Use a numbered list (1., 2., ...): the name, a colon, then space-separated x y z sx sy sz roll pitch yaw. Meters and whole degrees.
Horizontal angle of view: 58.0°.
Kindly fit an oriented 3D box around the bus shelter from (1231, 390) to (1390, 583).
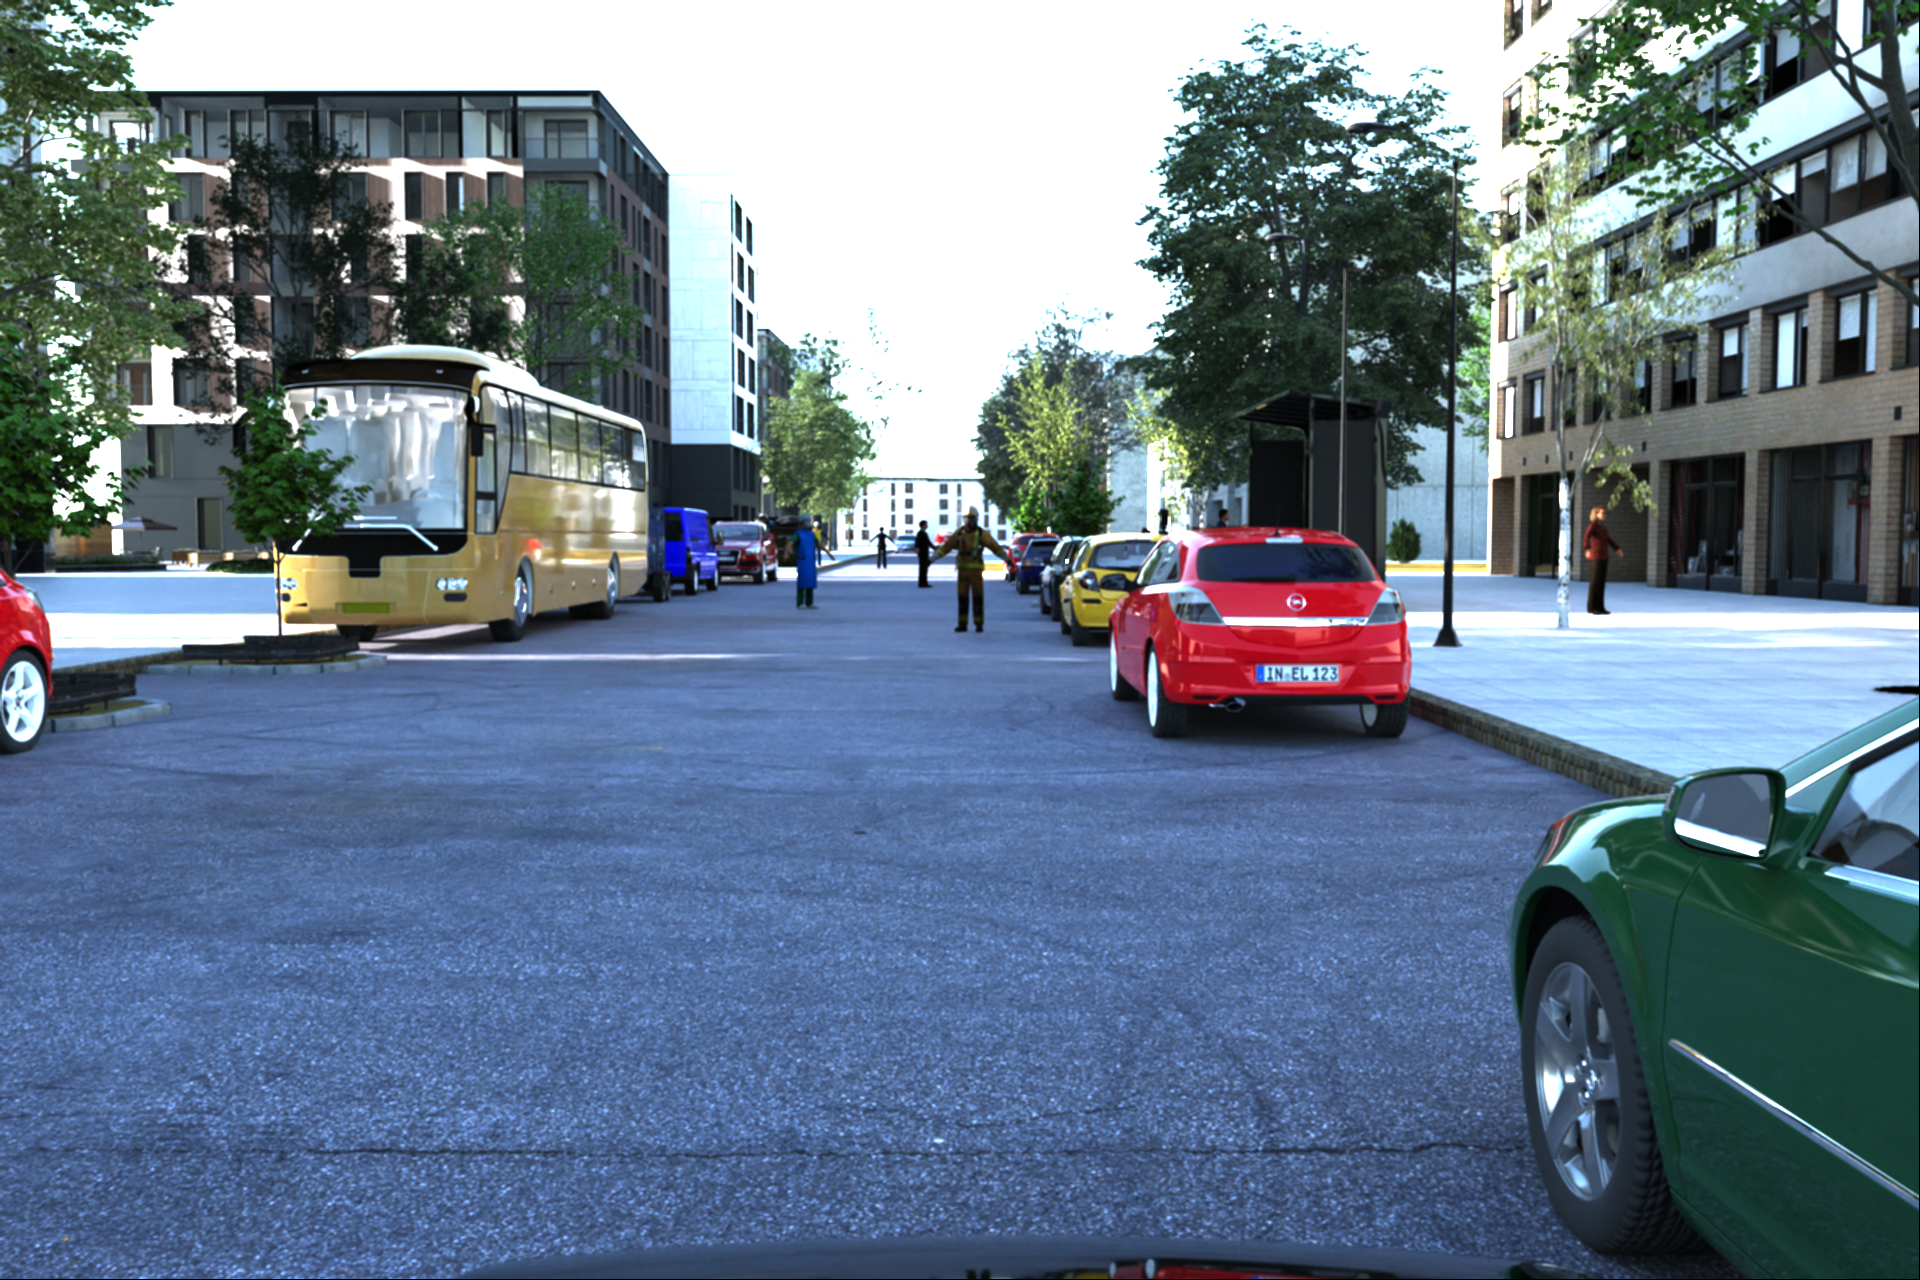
1. bus shelter: 6.238 -2.456 31.440 1.731 3.624 6.357 0 3 0

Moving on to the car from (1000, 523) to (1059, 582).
1. car: 2.294 -2.675 52.774 2.155 1.783 4.494 0 4 -1

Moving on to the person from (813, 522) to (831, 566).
1. person: -5.813 -3.890 70.072 1.216 1.772 0.721 -1 4 -18

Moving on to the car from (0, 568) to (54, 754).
1. car: -7.005 -0.051 9.876 2.155 1.783 4.494 0 4 0

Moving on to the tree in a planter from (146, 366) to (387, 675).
1. tree in a planter: -7.318 -1.304 18.546 1.991 3.239 1.994 0 4 0

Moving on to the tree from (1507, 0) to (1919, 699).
1. tree: 7.898 -5.370 13.556 9.928 11.665 9.643 0 3 0

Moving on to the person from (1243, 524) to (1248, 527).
1. person: 13.382 -4.536 80.881 1.216 1.740 0.721 -1 4 -19

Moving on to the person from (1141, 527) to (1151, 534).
1. person: 4.035 -1.868 39.770 0.799 1.438 0.628 -3 5 -43

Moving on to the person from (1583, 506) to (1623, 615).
1. person: 10.205 -1.266 27.499 1.215 1.729 0.721 -3 5 -45

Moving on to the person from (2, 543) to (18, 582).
1. person: -20.453 -1.854 37.137 0.721 1.735 1.217 -2 4 -28

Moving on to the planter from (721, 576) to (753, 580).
1. planter: -7.294 -2.071 55.005 1.991 0.319 1.994 0 4 1

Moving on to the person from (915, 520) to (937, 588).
1. person: -0.951 -2.314 46.472 0.705 1.806 1.347 1 4 22

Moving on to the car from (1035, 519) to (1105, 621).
1. car: 2.326 -1.228 29.857 2.009 1.686 4.222 0 4 -1

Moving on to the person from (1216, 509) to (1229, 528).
1. person: 5.683 -1.907 37.228 0.704 1.823 1.345 0 4 4

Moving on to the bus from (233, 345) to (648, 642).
1. bus: -7.062 -2.125 26.297 2.896 3.916 12.252 0 4 0

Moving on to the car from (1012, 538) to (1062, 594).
1. car: 2.262 -1.830 42.505 1.945 1.354 3.894 0 4 0

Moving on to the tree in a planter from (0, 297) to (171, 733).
1. tree in a planter: -7.285 -0.979 13.235 1.991 3.239 1.994 0 4 1

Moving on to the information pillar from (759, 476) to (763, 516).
1. information pillar: -8.060 -4.826 70.264 0.183 3.616 0.504 0 4 1

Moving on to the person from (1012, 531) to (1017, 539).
1. person: 2.938 -5.329 96.399 0.599 1.433 0.991 0 4 7

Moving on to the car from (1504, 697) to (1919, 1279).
1. car: 2.165 0.594 2.093 2.131 1.459 4.920 0 4 -1

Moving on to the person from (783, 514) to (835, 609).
1. person: -2.942 -1.508 33.248 0.704 1.817 1.347 3 5 40

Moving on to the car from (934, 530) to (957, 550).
1. car: -1.244 -9.055 156.723 2.281 1.827 5.304 0 4 0

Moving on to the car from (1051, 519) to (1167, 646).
1. car: 2.279 -0.818 23.590 2.015 1.641 3.980 0 4 0

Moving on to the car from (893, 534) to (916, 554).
1. car: -3.905 -7.105 128.169 2.014 1.417 4.499 0 4 0

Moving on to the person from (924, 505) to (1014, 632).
1. person: 0.149 -1.050 25.393 1.354 1.858 0.705 1 4 15

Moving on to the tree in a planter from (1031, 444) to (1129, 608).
1. tree in a planter: 2.417 -2.268 34.299 1.991 3.239 1.994 0 4 1

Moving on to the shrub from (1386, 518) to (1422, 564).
1. shrub: 19.280 -4.336 75.310 1.690 2.028 1.600 0 3 0

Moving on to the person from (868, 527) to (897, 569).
1. person: -3.244 -3.845 72.048 1.216 1.740 0.721 0 4 3

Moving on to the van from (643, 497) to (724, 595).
1. van: -7.098 -2.313 42.200 2.240 2.365 5.245 0 4 0

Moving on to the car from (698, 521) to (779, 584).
1. car: -6.554 -2.585 50.932 2.281 1.827 5.304 0 4 0

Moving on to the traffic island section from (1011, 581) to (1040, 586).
1. traffic island section: 2.424 -1.579 48.678 1.991 0.108 1.994 0 4 0

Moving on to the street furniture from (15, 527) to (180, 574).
1. street furniture: -31.177 -3.247 59.941 9.812 1.723 11.010 2 4 26

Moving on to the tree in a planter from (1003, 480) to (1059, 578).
1. tree in a planter: 2.407 -3.655 56.981 1.991 3.239 1.994 0 4 1

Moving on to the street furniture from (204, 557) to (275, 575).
1. street furniture: -20.813 -2.675 59.357 10.072 0.657 5.734 -3 4 -36

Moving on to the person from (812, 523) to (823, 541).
1. person: -7.445 -4.956 87.177 1.345 1.843 0.704 3 4 37

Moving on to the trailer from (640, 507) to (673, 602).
1. trailer: -6.930 -1.770 35.989 1.471 1.999 3.904 0 3 0

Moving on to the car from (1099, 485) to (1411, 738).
1. car: 2.218 -0.283 13.675 2.155 1.783 4.494 0 4 -1

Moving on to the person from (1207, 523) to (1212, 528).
1. person: 12.128 -4.766 84.050 0.705 1.813 1.348 0 4 0
